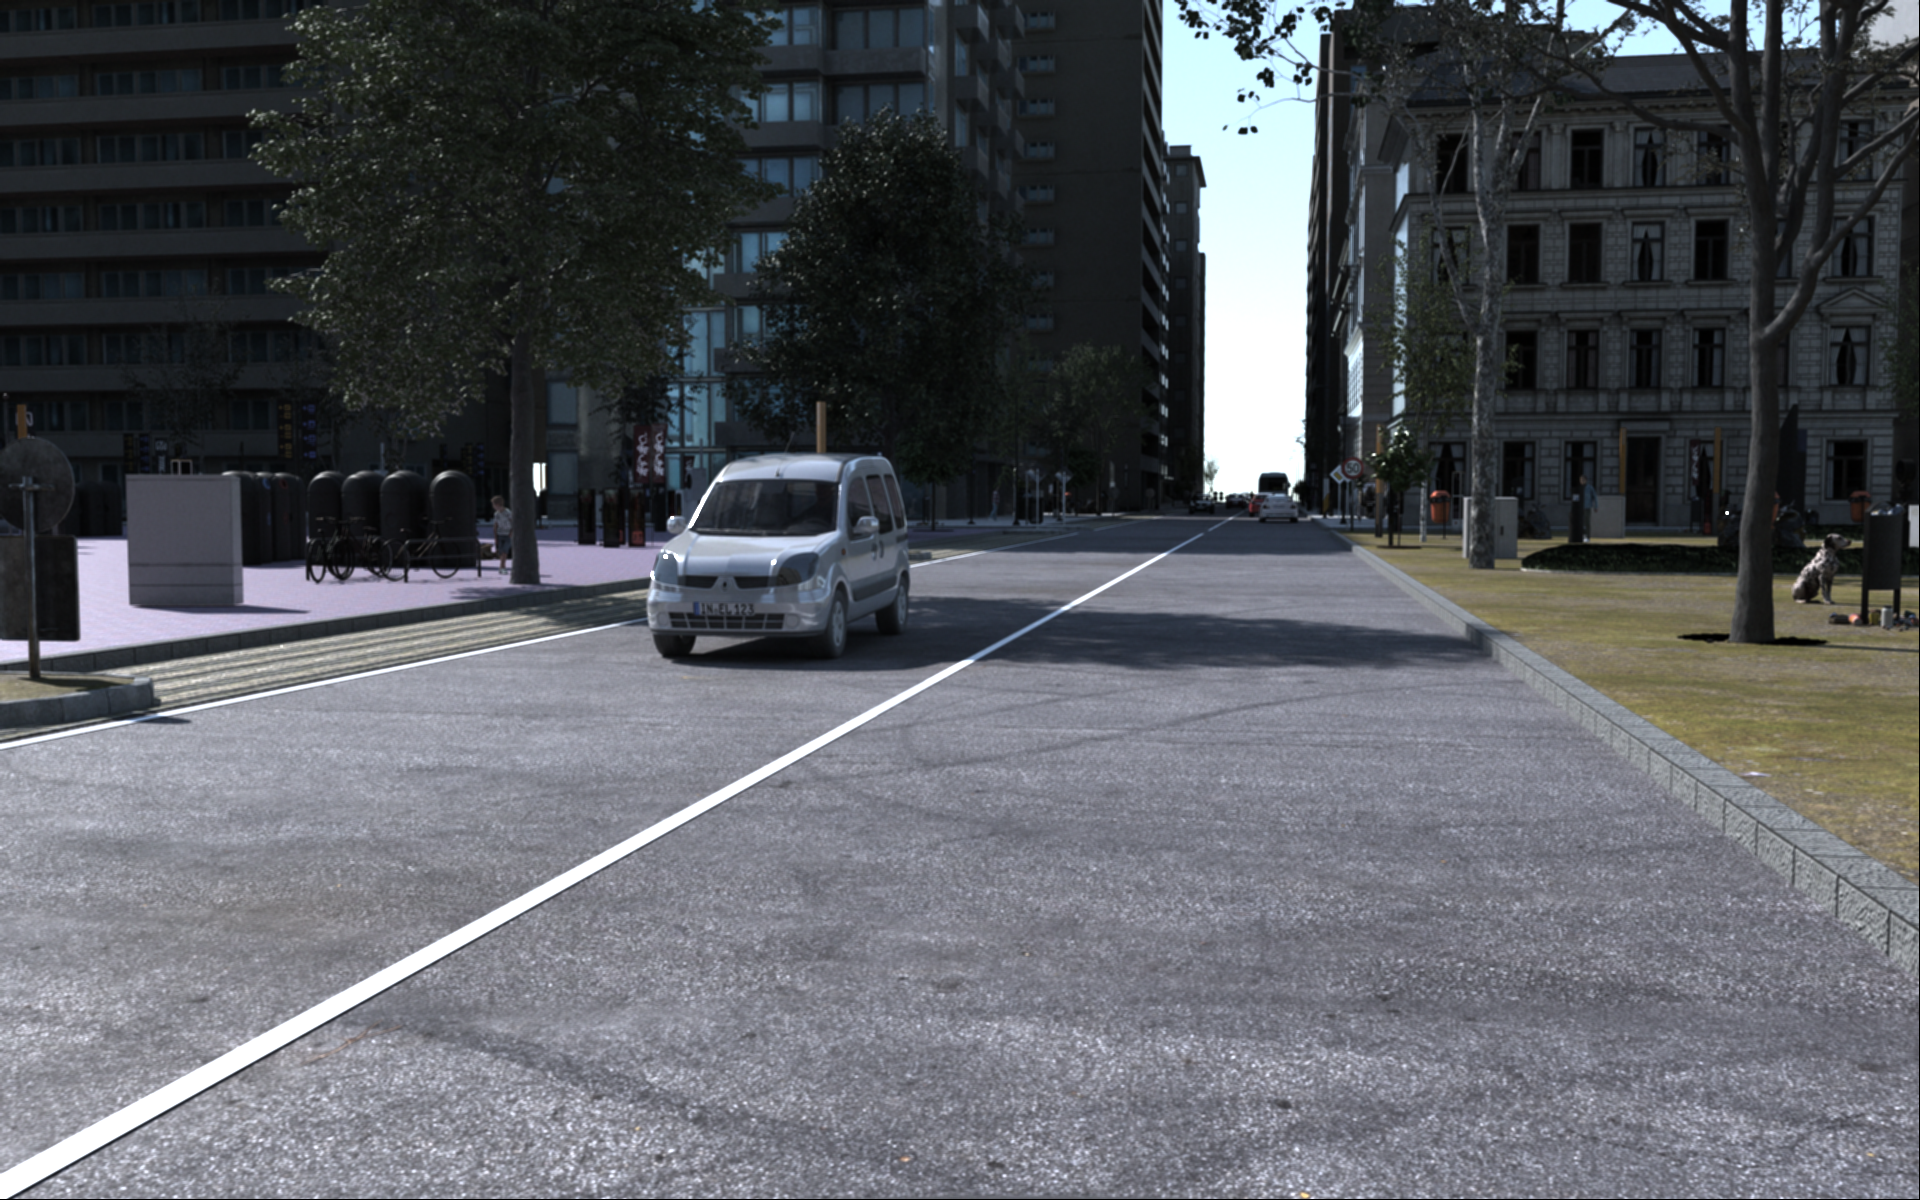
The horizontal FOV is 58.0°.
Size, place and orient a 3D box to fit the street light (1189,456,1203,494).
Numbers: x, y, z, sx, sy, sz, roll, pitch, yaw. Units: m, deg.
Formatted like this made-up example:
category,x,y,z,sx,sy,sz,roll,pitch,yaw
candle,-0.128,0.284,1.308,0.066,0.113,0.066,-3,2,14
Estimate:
category,x,y,z,sx,sy,sz,roll,pitch,yaw
street light,28.625,-14.662,212.259,1.470,5.913,1.316,1,4,10

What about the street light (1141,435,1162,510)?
category,x,y,z,sx,sy,sz,roll,pitch,yaw
street light,14.929,-10.047,136.804,1.470,5.913,1.316,1,4,10

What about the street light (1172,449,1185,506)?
category,x,y,z,sx,sy,sz,roll,pitch,yaw
street light,22.596,-12.627,178.994,1.470,5.913,1.316,1,4,10

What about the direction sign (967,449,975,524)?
category,x,y,z,sx,sy,sz,roll,pitch,yaw
direction sign,0.481,-4.980,73.417,0.379,3.537,0.876,1,4,20

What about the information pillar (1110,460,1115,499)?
category,x,y,z,sx,sy,sz,roll,pitch,yaw
information pillar,10.533,-7.848,119.663,0.183,3.616,0.504,-3,4,-37

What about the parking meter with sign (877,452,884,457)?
category,x,y,z,sx,sy,sz,roll,pitch,yaw
parking meter with sign,-4.013,-4.576,71.086,1.738,3.016,0.543,-2,4,-25

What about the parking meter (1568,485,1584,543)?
category,x,y,z,sx,sy,sz,roll,pitch,yaw
parking meter,16.164,-2.264,45.420,0.372,1.533,0.369,0,3,0

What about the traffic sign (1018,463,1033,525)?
category,x,y,z,sx,sy,sz,roll,pitch,yaw
traffic sign,2.757,-4.365,71.478,0.768,2.556,0.104,1,4,13

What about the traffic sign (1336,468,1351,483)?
category,x,y,z,sx,sy,sz,roll,pitch,yaw
traffic sign,13.482,-3.545,60.155,0.795,2.593,0.064,1,4,10

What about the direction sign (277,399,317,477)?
category,x,y,z,sx,sy,sz,roll,pitch,yaw
direction sign,-15.924,-3.038,41.665,0.876,3.537,0.379,-2,4,-24

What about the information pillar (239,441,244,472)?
category,x,y,z,sx,sy,sz,roll,pitch,yaw
information pillar,-31.949,-5.242,77.064,0.183,3.616,0.504,-2,4,-34

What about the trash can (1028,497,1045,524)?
category,x,y,z,sx,sy,sz,roll,pitch,yaw
trash can,3.260,-3.838,74.406,0.748,1.137,0.748,0,3,0

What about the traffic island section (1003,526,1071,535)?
category,x,y,z,sx,sy,sz,roll,pitch,yaw
traffic island section,2.742,-2.441,62.192,2.009,0.180,2.903,1,4,10

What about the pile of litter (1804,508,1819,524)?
category,x,y,z,sx,sy,sz,roll,pitch,yaw
pile of litter,27.113,-2.488,54.642,1.176,0.858,1.719,2,4,25

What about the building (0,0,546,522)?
category,x,y,z,sx,sy,sz,roll,pitch,yaw
building,-35.372,-28.376,87.652,21.600,48.544,21.300,1,4,10

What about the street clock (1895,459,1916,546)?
category,x,y,z,sx,sy,sz,roll,pitch,yaw
street clock,19.682,-1.928,36.090,0.358,2.002,0.471,0,4,5

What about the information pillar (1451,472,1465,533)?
category,x,y,z,sx,sy,sz,roll,pitch,yaw
information pillar,16.386,-3.211,56.989,0.304,2.012,0.304,3,4,38

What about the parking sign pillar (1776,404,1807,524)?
category,x,y,z,sx,sy,sz,roll,pitch,yaw
parking sign pillar,25.163,-3.914,52.462,1.447,3.967,1.447,0,4,6

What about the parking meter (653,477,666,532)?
category,x,y,z,sx,sy,sz,roll,pitch,yaw
parking meter,-10.199,-3.247,58.805,0.399,1.863,0.255,-2,4,-35

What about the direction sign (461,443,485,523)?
category,x,y,z,sx,sy,sz,roll,pitch,yaw
direction sign,-21.342,-5.154,76.257,0.876,3.537,0.379,1,4,9

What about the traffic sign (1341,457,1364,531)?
category,x,y,z,sx,sy,sz,roll,pitch,yaw
traffic sign,13.443,-3.622,59.323,0.768,2.556,0.104,1,4,12

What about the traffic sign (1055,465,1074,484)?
category,x,y,z,sx,sy,sz,roll,pitch,yaw
traffic sign,4.198,-4.146,69.977,0.795,2.593,0.064,1,4,10

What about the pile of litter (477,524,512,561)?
category,x,y,z,sx,sy,sz,roll,pitch,yaw
pile of litter,-9.271,-1.245,34.313,1.176,0.858,1.719,1,4,22

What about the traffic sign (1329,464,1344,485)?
category,x,y,z,sx,sy,sz,roll,pitch,yaw
traffic sign,14.913,-4.026,68.011,0.795,2.593,0.064,1,4,10

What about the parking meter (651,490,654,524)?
category,x,y,z,sx,sy,sz,roll,pitch,yaw
parking meter,-13.249,-4.087,75.233,0.372,1.533,0.369,0,3,0

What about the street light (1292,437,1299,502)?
category,x,y,z,sx,sy,sz,roll,pitch,yaw
street light,28.160,-10.341,141.615,1.470,5.913,1.316,1,4,10

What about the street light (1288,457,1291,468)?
category,x,y,z,sx,sy,sz,roll,pitch,yaw
street light,35.814,-12.894,183.353,1.470,5.913,1.316,1,4,10

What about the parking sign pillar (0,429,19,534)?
category,x,y,z,sx,sy,sz,roll,pitch,yaw
parking sign pillar,-31.417,-4.143,56.217,1.447,3.967,1.447,2,4,27

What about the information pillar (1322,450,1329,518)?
category,x,y,z,sx,sy,sz,roll,pitch,yaw
information pillar,19.389,-6.139,91.728,0.183,3.616,0.504,-1,4,-17

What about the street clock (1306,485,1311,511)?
category,x,y,z,sx,sy,sz,roll,pitch,yaw
street clock,26.273,-7.703,130.514,0.358,2.002,0.471,2,4,31

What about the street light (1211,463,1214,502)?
category,x,y,z,sx,sy,sz,roll,pitch,yaw
street light,37.498,-17.631,260.812,1.470,5.913,1.316,1,4,10

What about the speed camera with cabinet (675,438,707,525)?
category,x,y,z,sx,sy,sz,roll,pitch,yaw
speed camera with cabinet,-9.663,-4.148,62.155,0.660,3.252,2.038,-2,4,-26

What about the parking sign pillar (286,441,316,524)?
category,x,y,z,sx,sy,sz,roll,pitch,yaw
parking sign pillar,-28.809,-5.337,75.733,1.447,3.967,1.447,1,4,19

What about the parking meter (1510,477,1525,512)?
category,x,y,z,sx,sy,sz,roll,pitch,yaw
parking meter,18.562,-3.180,57.700,0.399,1.863,0.255,0,4,-7

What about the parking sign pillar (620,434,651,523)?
category,x,y,z,sx,sy,sz,roll,pitch,yaw
parking sign pillar,-14.362,-5.384,76.504,1.447,3.967,1.447,1,4,20

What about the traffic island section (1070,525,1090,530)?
category,x,y,z,sx,sy,sz,roll,pitch,yaw
traffic island section,4.174,-2.922,70.048,2.009,0.180,2.903,1,4,10

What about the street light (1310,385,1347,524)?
category,x,y,z,sx,sy,sz,roll,pitch,yaw
street light,15.892,-6.213,74.122,1.470,5.913,1.316,1,4,10

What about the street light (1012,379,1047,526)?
category,x,y,z,sx,sy,sz,roll,pitch,yaw
street light,2.832,-5.985,70.399,1.470,5.913,1.316,1,4,10

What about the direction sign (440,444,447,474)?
category,x,y,z,sx,sy,sz,roll,pitch,yaw
direction sign,-23.449,-5.303,78.694,0.379,3.537,0.876,-3,4,-36

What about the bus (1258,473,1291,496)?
category,x,y,z,sx,sy,sz,roll,pitch,yaw
bus,28.159,-9.816,155.357,2.948,3.499,13.247,1,4,11

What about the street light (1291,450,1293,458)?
category,x,y,z,sx,sy,sz,roll,pitch,yaw
street light,29.696,-10.865,150.190,1.470,5.913,1.316,1,4,10

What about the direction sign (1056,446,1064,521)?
category,x,y,z,sx,sy,sz,roll,pitch,yaw
direction sign,4.732,-5.513,82.127,0.379,3.537,0.876,1,4,16

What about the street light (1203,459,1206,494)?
category,x,y,z,sx,sy,sz,roll,pitch,yaw
street light,31.538,-15.601,227.621,1.470,5.913,1.316,1,4,10

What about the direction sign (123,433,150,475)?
category,x,y,z,sx,sy,sz,roll,pitch,yaw
direction sign,-30.820,-4.459,64.897,0.876,3.537,0.379,-1,4,-18

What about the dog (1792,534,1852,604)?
category,x,y,z,sx,sy,sz,roll,pitch,yaw
dog,10.087,-0.371,20.444,0.513,0.831,0.800,0,4,5

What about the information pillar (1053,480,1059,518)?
category,x,y,z,sx,sy,sz,roll,pitch,yaw
information pillar,5.197,-5.427,93.231,0.304,2.012,0.304,3,4,37

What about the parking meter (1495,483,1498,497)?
category,x,y,z,sx,sy,sz,roll,pitch,yaw
parking meter,12.488,-1.987,40.897,0.372,1.533,0.369,0,3,0

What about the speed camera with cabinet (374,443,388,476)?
category,x,y,z,sx,sy,sz,roll,pitch,yaw
speed camera with cabinet,-22.993,-4.448,67.062,2.038,3.252,0.660,2,4,26

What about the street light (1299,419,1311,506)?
category,x,y,z,sx,sy,sz,roll,pitch,yaw
street light,21.997,-8.275,107.840,1.470,5.913,1.316,1,4,10

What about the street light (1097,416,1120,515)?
category,x,y,z,sx,sy,sz,roll,pitch,yaw
street light,8.872,-8.014,103.576,1.470,5.913,1.316,1,4,10

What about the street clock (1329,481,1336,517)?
category,x,y,z,sx,sy,sz,roll,pitch,yaw
street clock,21.142,-5.752,98.619,0.358,2.002,0.471,-3,5,-40

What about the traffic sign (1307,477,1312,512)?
category,x,y,z,sx,sy,sz,roll,pitch,yaw
traffic sign,25.534,-7.680,125.670,0.768,2.556,0.104,1,4,13

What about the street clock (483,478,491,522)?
category,x,y,z,sx,sy,sz,roll,pitch,yaw
street clock,-21.654,-4.573,79.339,0.358,2.002,0.471,0,3,0

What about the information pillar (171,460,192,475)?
category,x,y,z,sx,sy,sz,roll,pitch,yaw
information pillar,-16.744,-2.007,37.313,0.304,2.012,0.304,2,4,34

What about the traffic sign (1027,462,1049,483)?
category,x,y,z,sx,sy,sz,roll,pitch,yaw
traffic sign,2.767,-3.665,62.121,0.795,2.593,0.064,1,4,10

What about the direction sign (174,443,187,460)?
category,x,y,z,sx,sy,sz,roll,pitch,yaw
direction sign,-34.476,-5.180,76.691,0.379,3.537,0.876,0,4,7
